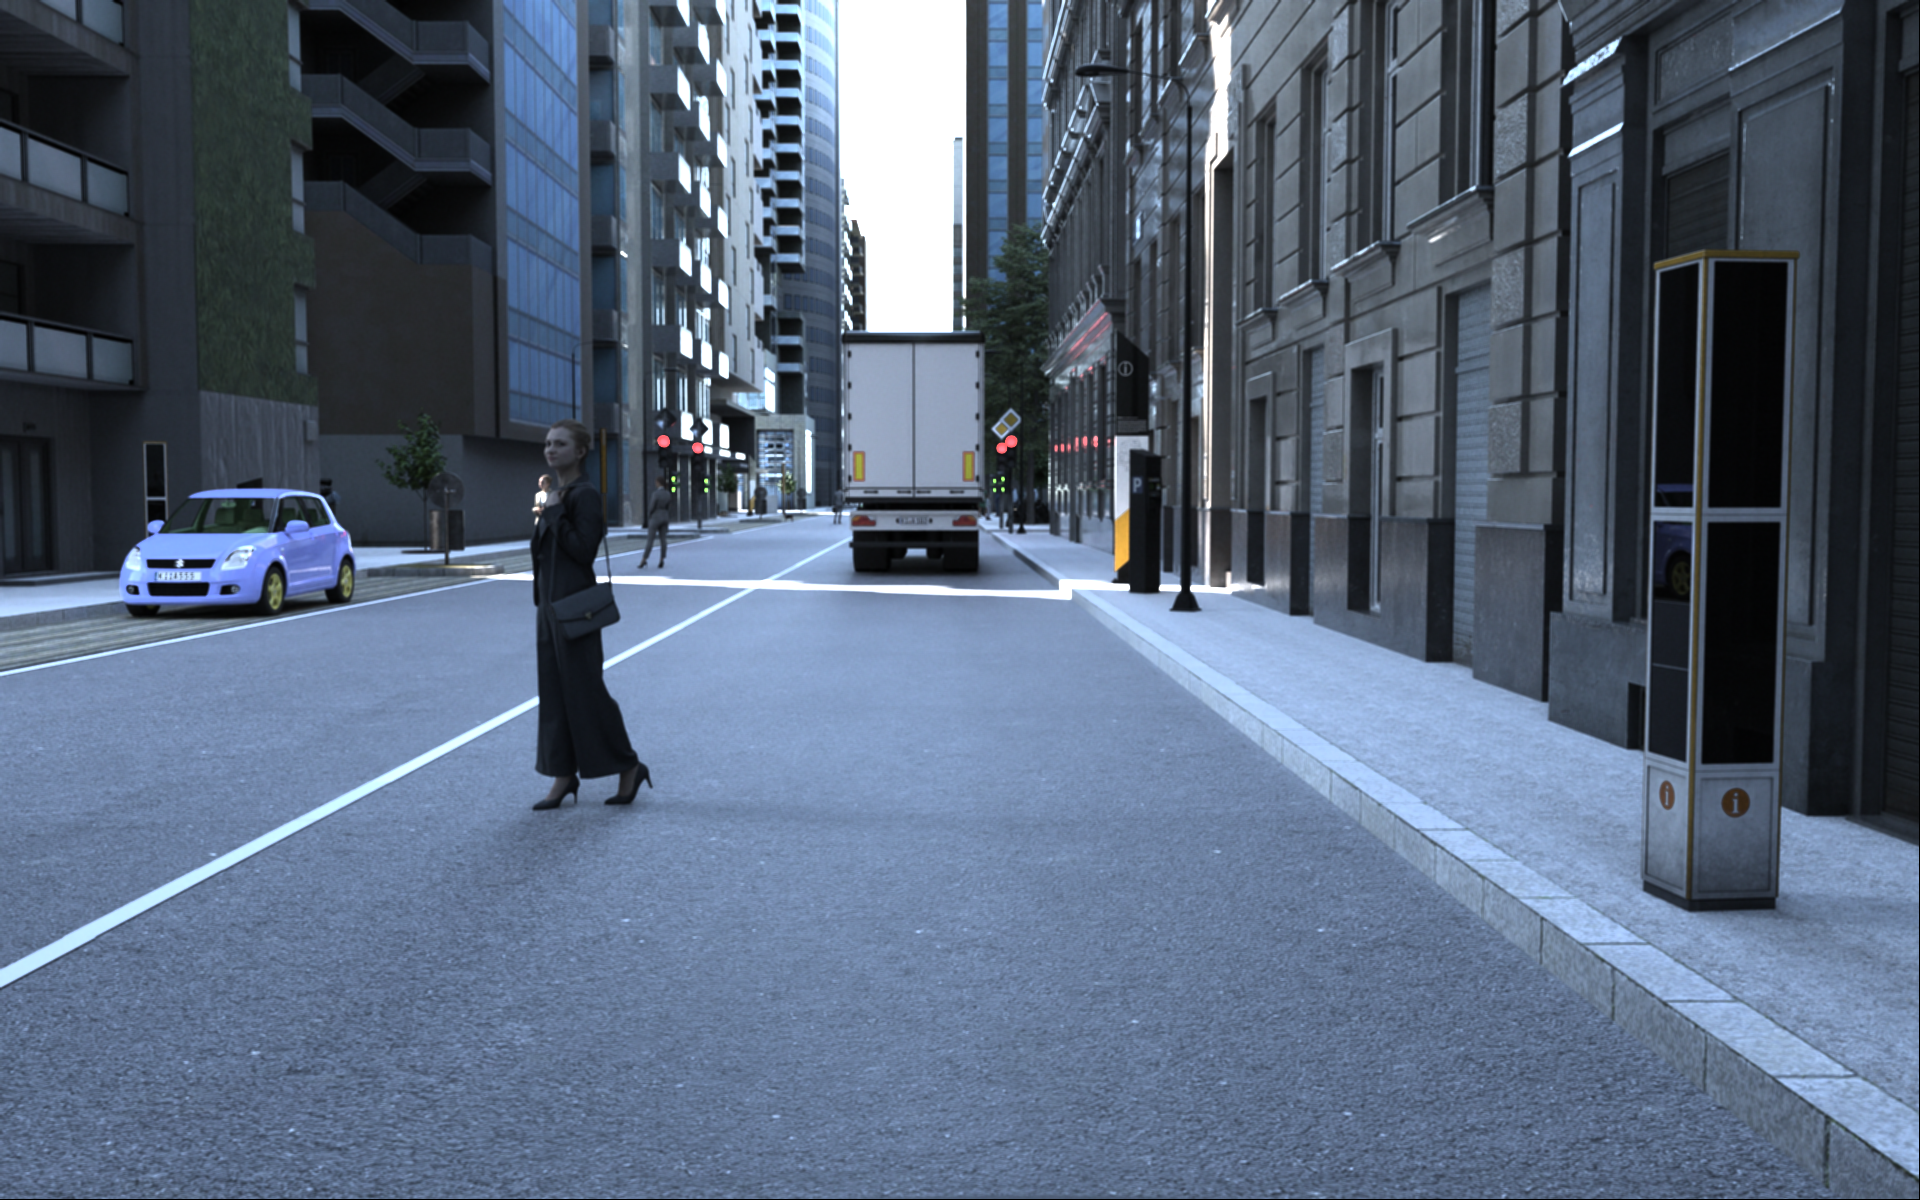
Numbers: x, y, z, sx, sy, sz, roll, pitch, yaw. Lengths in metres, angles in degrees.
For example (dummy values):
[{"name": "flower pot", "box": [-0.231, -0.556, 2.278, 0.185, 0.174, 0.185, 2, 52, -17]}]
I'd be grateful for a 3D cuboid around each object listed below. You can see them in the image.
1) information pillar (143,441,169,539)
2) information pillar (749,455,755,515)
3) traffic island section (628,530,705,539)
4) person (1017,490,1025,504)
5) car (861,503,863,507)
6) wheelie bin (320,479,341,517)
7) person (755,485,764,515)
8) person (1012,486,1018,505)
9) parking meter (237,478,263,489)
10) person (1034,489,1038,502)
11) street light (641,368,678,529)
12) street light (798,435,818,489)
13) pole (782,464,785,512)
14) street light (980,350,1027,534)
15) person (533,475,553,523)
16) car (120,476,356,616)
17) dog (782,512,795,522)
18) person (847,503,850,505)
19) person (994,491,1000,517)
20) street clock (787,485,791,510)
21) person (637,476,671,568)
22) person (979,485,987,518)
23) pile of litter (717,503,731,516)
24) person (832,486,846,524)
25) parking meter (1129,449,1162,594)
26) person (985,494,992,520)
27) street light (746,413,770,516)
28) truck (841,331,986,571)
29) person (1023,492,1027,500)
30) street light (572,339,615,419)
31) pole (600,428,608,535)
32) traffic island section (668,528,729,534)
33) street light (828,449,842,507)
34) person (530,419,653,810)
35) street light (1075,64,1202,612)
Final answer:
[{"name": "information pillar", "box": [-11.299, -1.215, 24.363, 0.304, 2.012, 0.304, -2, 4, -24]}, {"name": "information pillar", "box": [-12.520, -6.904, 104.230, 0.183, 3.616, 0.504, 3, 4, 38]}, {"name": "traffic island section", "box": [-9.565, -2.079, 56.270, 2.009, 0.180, 2.903, 0, 4, -1]}, {"name": "person", "box": [3.994, -6.463, 111.699, 0.794, 1.824, 0.713, 0, 4, -8]}, {"name": "car", "box": [-7.033, -7.790, 136.158, 1.959, 1.807, 4.718, 0, 4, -2]}, {"name": "wheelie bin", "box": [-13.401, -1.729, 36.169, 0.980, 1.594, 0.693, -3, 4, -37]}, {"name": "person", "box": [-12.166, -6.040, 104.971, 0.661, 1.801, 0.590, -1, 4, -21]}, {"name": "person", "box": [2.736, -5.085, 89.448, 0.793, 1.790, 0.793, 2, 4, 30]}, {"name": "parking meter", "box": [-10.889, -1.112, 26.592, 0.372, 1.533, 0.369, 0, 3, 0]}, {"name": "person", "box": [3.830, -5.146, 90.437, 0.793, 1.790, 0.793, 0, 4, 4]}, {"name": "street light", "box": [-11.097, -5.593, 63.990, 1.470, 5.913, 1.316, 0, 4, -1]}, {"name": "street light", "box": [-12.203, -10.277, 140.568, 1.470, 5.913, 1.316, 0, 4, -1]}, {"name": "pole", "box": [-11.899, -7.515, 116.718, 0.158, 3.312, 0.155, 0, 3, 0]}, {"name": "street light", "box": [1.457, -5.106, 56.024, 1.470, 5.913, 1.316, 0, 4, -1]}, {"name": "person", "box": [-7.167, -1.276, 29.916, 0.519, 1.759, 0.362, 1, 4, 20]}, {"name": "car", "box": [-8.837, -0.719, 21.342, 1.945, 1.707, 3.694, 0, 4, 0]}, {"name": "dog", "box": [-8.835, -4.281, 89.290, 0.540, 0.507, 0.406, -3, 5, -43]}, {"name": "person", "box": [-13.305, -12.302, 207.979, 0.445, 1.727, 0.742, -1, 4, -13]}, {"name": "person", "box": [2.127, -5.607, 97.905, 0.419, 1.800, 0.721, 0, 4, -2]}, {"name": "street clock", "box": [-13.577, -8.114, 137.241, 0.471, 2.002, 0.358, -3, 4, -36]}, {"name": "person", "box": [-5.956, -1.526, 33.729, 0.573, 1.790, 0.520, 1, 4, 18]}, {"name": "person", "box": [1.244, -5.326, 93.367, 0.529, 1.795, 0.600, 1, 4, 9]}, {"name": "pile of litter", "box": [-14.067, -5.326, 101.046, 1.719, 0.858, 1.176, -2, 4, -35]}, {"name": "person", "box": [-5.881, -4.626, 84.255, 0.709, 1.813, 0.853, 1, 4, 11]}, {"name": "parking meter", "box": [2.401, -1.023, 22.442, 0.255, 1.863, 0.399, -2, 4, -34]}, {"name": "person", "box": [1.405, -4.578, 85.171, 0.394, 1.301, 0.425, -1, 4, -19]}, {"name": "street light", "box": [-11.642, -7.784, 99.803, 1.470, 5.913, 1.316, 0, 4, -1]}, {"name": "truck", "box": [-0.841, -2.843, 35.397, 2.839, 4.237, 11.283, 0, 4, 0]}, {"name": "person", "box": [3.638, -5.497, 96.198, 0.573, 1.790, 0.520, 0, 4, 5]}, {"name": "street light", "box": [-11.041, -4.861, 52.017, 1.470, 5.913, 1.316, 0, 4, -1]}, {"name": "pole", "box": [-11.077, -3.669, 53.832, 0.158, 3.312, 0.155, 0, 3, 0]}, {"name": "traffic island section", "box": [-9.677, -2.567, 64.254, 2.009, 0.180, 2.903, 0, 4, -1]}, {"name": "street light", "box": [-12.711, -12.475, 176.511, 1.470, 5.913, 1.316, 0, 4, -1]}, {"name": "person", "box": [-1.754, 0.058, 7.972, 0.576, 1.772, 0.534, 3, 4, 38]}, {"name": "street light", "box": [1.941, -2.834, 18.882, 1.470, 5.913, 1.316, 0, 4, -1]}]
